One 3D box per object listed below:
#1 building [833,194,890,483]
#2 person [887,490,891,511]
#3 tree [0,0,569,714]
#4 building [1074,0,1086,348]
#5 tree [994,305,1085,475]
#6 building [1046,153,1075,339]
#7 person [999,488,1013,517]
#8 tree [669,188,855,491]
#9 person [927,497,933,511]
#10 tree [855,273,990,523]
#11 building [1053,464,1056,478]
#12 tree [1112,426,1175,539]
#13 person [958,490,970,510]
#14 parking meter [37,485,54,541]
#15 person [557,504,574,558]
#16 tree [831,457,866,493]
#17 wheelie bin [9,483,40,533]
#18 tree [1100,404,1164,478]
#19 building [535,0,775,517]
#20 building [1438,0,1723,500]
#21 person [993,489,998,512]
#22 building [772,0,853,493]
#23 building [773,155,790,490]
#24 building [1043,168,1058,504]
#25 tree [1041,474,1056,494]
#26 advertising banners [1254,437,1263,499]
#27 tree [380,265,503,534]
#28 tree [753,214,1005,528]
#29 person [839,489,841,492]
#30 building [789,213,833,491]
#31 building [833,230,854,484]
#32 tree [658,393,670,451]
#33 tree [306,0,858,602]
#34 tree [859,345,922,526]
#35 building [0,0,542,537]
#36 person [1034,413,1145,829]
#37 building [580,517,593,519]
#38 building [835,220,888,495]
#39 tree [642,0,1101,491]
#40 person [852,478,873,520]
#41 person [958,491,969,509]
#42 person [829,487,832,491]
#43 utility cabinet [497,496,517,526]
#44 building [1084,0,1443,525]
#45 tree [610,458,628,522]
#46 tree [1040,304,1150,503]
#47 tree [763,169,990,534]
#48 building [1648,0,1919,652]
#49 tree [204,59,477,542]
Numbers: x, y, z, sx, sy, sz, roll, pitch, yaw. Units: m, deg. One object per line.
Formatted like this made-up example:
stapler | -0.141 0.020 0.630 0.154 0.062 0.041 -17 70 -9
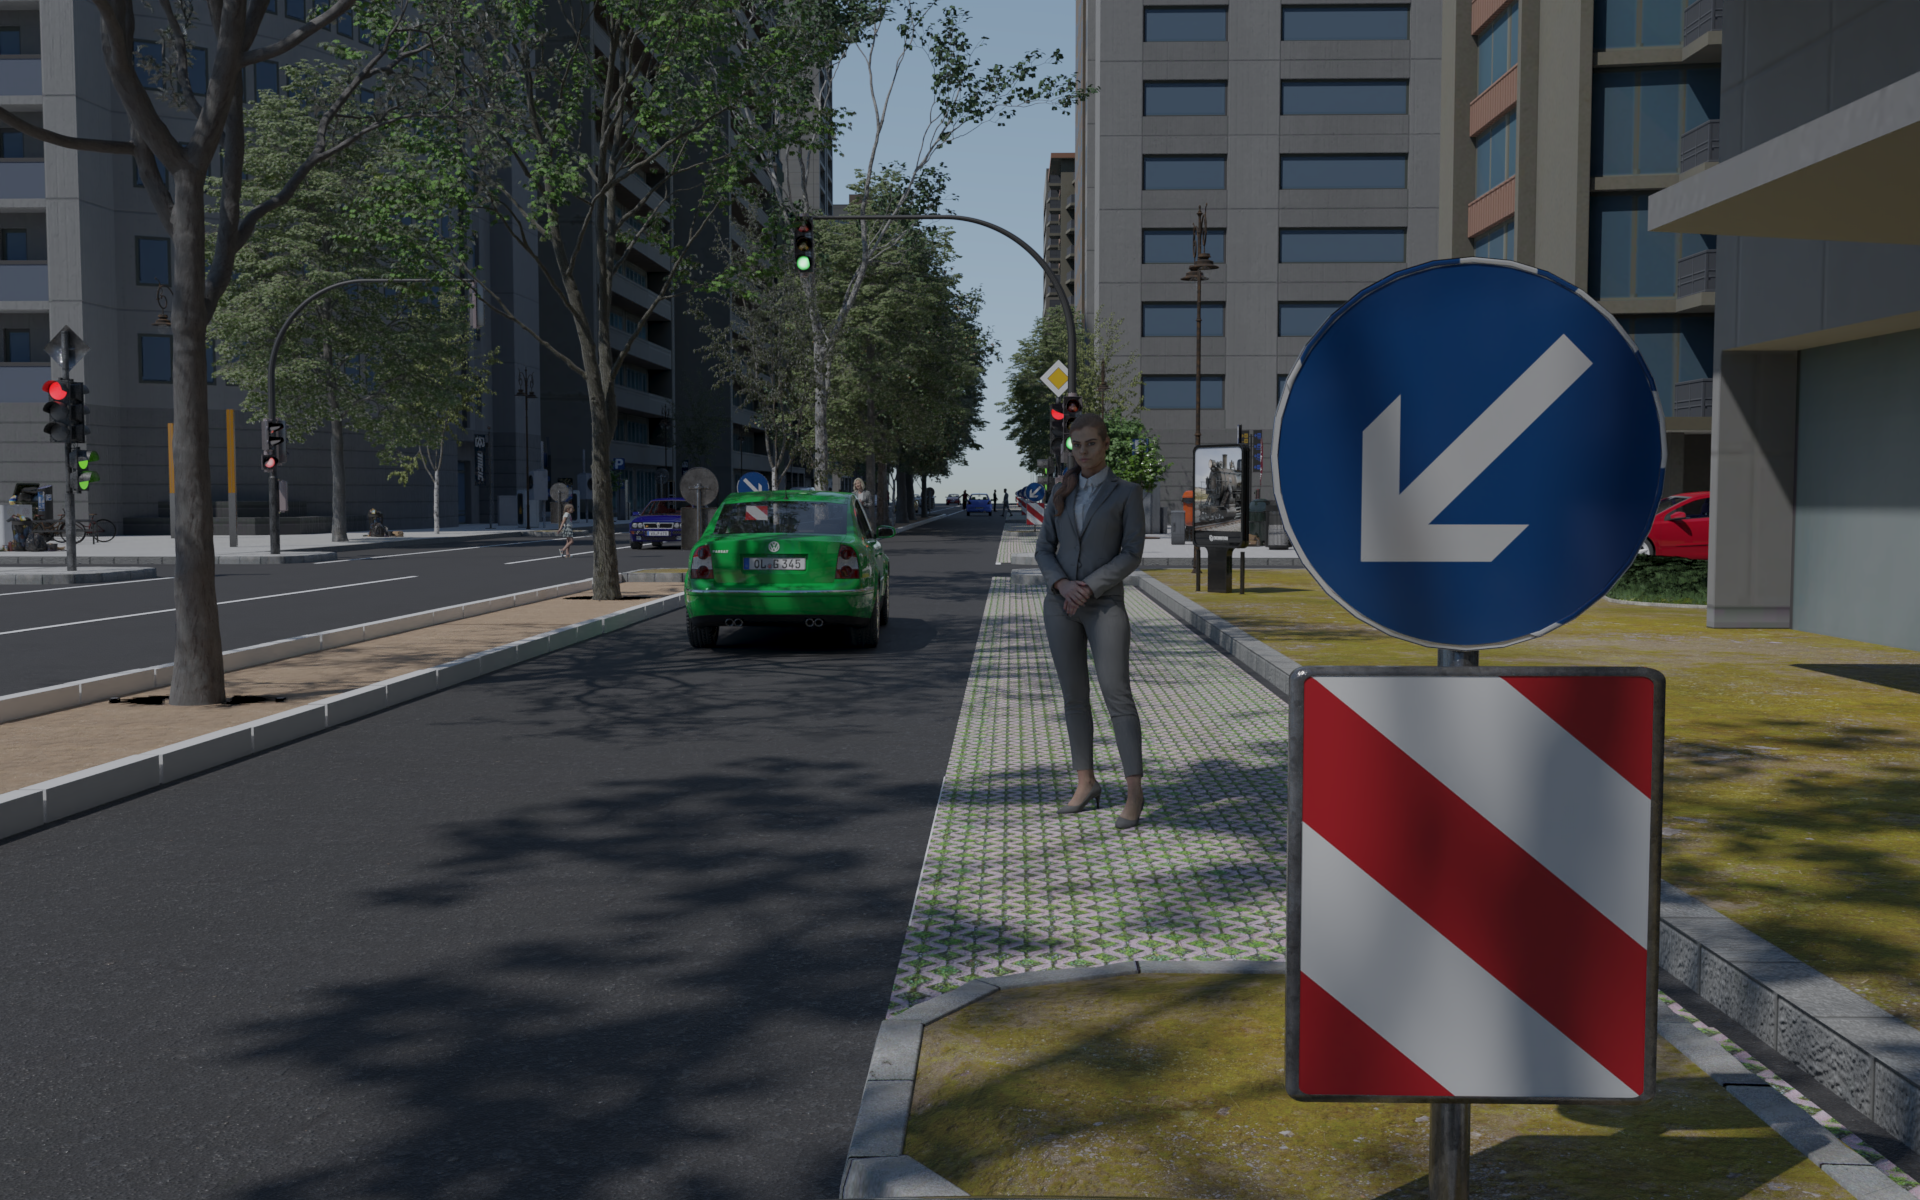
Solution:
building | -18.059 -37.432 262.121 14.600 45.320 14.200 0 4 2
person | -5.905 -8.206 143.390 0.721 1.743 1.217 1 4 14
tree | -5.226 -6.039 11.558 12.009 13.543 11.850 0 3 0
building | 15.552 -29.138 126.509 14.600 45.320 14.200 0 4 2
tree | 5.775 -11.388 104.325 7.486 12.596 7.792 0 3 0
building | 22.086 -34.487 218.494 22.147 44.769 28.867 0 4 2
person | 2.934 -6.165 109.566 0.850 1.792 0.678 -1 4 -16
tree | -4.322 -5.356 40.398 4.360 8.622 3.978 0 3 0
person | -2.626 -8.557 148.425 0.705 1.822 1.348 -2 4 -31
tree | -2.703 -11.320 94.189 9.857 13.997 8.962 0 3 0
building | 20.752 -52.363 168.804 22.319 86.520 31.000 0 4 2
tree | 5.190 -3.368 49.668 1.663 3.219 1.824 0 3 0
person | 0.467 -8.890 153.808 1.348 1.831 0.705 1 4 15
parking meter | -24.988 -2.380 47.328 0.372 1.533 0.369 0 3 0
person | -8.903 -1.566 39.124 0.382 1.210 0.505 -1 4 -10
tree | -12.131 -15.540 188.484 8.767 10.594 7.601 0 3 0
wheelie bin | -26.460 -2.530 49.271 0.693 1.594 0.980 3 4 38
tree | 5.805 -4.875 63.416 4.285 4.588 4.351 0 3 0
building | -25.283 -30.519 122.687 21.300 48.544 21.600 0 4 2
building | 27.199 -24.049 47.821 28.867 44.769 22.147 0 4 2
person | 2.883 -8.115 141.198 0.705 1.821 1.348 -1 4 -10
building | -23.528 -46.942 205.752 20.563 71.187 20.611 0 4 2
building | -22.152 -22.598 141.173 14.160 30.474 14.107 0 4 2
building | 22.559 -37.955 244.262 21.300 48.544 21.600 0 4 2
tree | 7.525 -9.083 143.114 1.663 3.219 1.824 0 3 0
advertising banners | 9.412 -3.573 54.607 0.090 3.025 2.074 0 4 4
tree | -16.832 -6.437 55.601 4.737 8.622 4.395 0 3 0
tree | -3.069 -9.103 68.300 9.611 12.733 9.660 0 3 0
person | -9.664 -7.988 139.121 1.348 1.822 0.705 1 4 9
building | -20.782 -24.769 176.679 14.160 30.474 14.107 0 4 2
building | -28.365 -32.858 229.112 32.217 40.220 23.993 0 4 2
tree | -15.021 -9.135 99.721 4.360 8.622 3.978 0 3 0
tree | -4.876 -5.807 23.160 9.928 11.665 9.643 0 3 0
tree | -2.992 -7.597 77.032 4.737 8.622 4.395 0 3 0
building | -30.099 -31.932 64.086 21.231 58.520 28.212 0 4 2
person | 0.563 0.071 7.611 0.520 1.790 0.573 1 4 11
building | -28.794 -28.961 97.211 21.300 48.544 21.600 0 4 2
building | -17.797 -34.527 248.115 14.154 41.232 14.086 0 4 2
tree | -2.805 -11.635 48.574 12.611 20.169 13.585 0 3 0
person | -2.285 -1.909 39.893 0.537 1.800 0.526 1 4 9
person | 0.363 -9.563 165.380 1.217 1.766 0.721 1 4 14
person | -7.846 -5.943 105.586 0.656 1.842 0.836 1 4 20
utility cabinet | -18.248 -3.621 70.372 1.020 1.237 0.306 -2 4 -26
building | 16.649 -33.153 84.048 21.231 58.520 28.212 0 4 2
tree | -16.347 -5.190 79.458 1.663 3.219 1.824 0 3 0
tree | 5.230 -7.211 68.259 4.737 8.622 4.395 0 3 0
tree | -3.016 -8.507 59.667 7.486 12.596 7.792 0 3 0
building | 17.881 -25.276 2.498 28.713 52.752 27.495 0 4 2
tree | -17.116 -7.835 46.230 7.486 12.596 7.792 0 3 0
